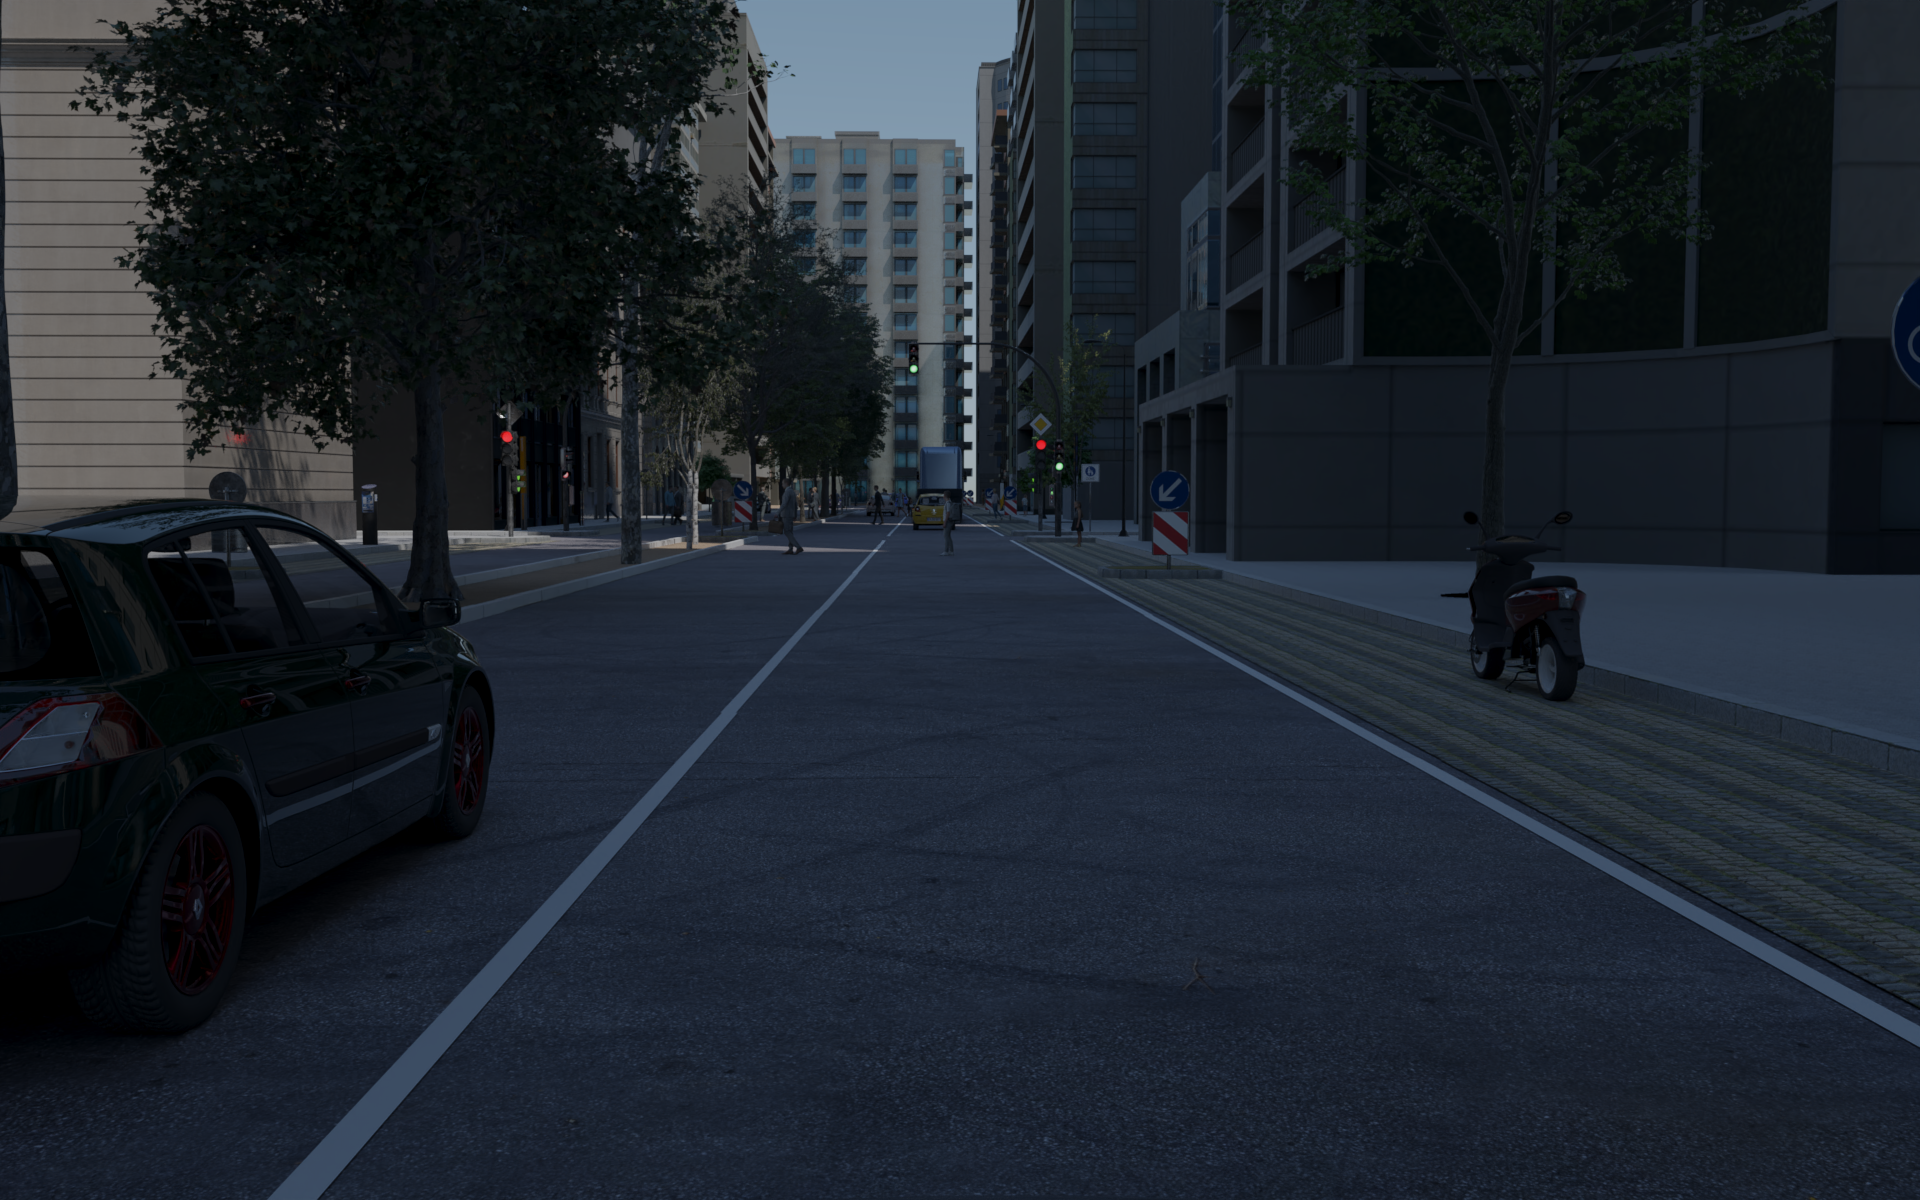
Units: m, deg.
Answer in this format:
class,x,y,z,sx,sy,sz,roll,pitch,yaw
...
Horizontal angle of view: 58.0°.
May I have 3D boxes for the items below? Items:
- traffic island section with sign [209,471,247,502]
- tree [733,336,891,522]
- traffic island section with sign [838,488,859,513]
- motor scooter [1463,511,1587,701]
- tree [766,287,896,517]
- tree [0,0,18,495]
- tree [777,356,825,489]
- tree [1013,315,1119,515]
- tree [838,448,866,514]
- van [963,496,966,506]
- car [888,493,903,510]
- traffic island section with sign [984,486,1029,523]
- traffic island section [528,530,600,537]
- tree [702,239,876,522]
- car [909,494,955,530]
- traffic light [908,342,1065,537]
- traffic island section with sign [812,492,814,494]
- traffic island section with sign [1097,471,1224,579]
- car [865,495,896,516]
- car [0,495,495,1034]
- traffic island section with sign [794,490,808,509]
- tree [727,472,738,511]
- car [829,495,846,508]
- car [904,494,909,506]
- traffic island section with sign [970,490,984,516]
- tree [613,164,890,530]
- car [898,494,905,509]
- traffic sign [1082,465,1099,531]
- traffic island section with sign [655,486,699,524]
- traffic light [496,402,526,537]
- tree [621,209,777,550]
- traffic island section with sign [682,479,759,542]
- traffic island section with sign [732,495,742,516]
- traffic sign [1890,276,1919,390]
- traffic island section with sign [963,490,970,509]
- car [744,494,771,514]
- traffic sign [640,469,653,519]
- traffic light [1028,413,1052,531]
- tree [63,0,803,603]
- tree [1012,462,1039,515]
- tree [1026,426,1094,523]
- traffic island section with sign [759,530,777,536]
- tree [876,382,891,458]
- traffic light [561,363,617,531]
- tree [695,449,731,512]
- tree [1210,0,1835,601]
class,x,y,z,sx,sy,sz,roll,pitch,yaw
traffic island section with sign,-12.711,-1.285,29.633,1.989,1.847,2.006,0,4,-1
tree,-8.036,-9.832,97.628,8.767,10.594,7.601,0,4,-1
traffic island section with sign,-8.860,-7.745,134.770,2.006,1.907,1.989,0,4,-1
motor scooter,4.099,0.012,12.586,0.815,1.314,1.986,0,4,-2
tree,-8.349,-12.062,106.333,9.857,13.997,8.962,0,3,0
tree,-7.542,-9.366,11.483,12.611,20.169,13.585,0,3,0
tree,-7.941,-7.866,81.433,4.360,8.622,3.978,0,3,0
tree,4.601,-7.372,70.888,4.737,8.622,4.395,0,3,0
tree,-8.267,-10.315,121.476,4.737,8.622,4.395,0,3,0
van,-0.308,-12.413,209.966,2.013,2.044,4.112,0,3,0
car,-6.274,-9.185,159.769,1.945,1.707,3.694,0,4,1
traffic island section with sign,2.334,-4.674,85.042,1.989,1.847,2.006,0,4,-1
traffic island section,-13.624,-2.299,59.870,2.009,0.180,2.903,0,4,-1
tree,-7.784,-9.451,75.110,7.486,12.596,7.792,0,3,0
car,-1.047,-3.657,70.017,2.015,1.641,3.980,0,4,-1
traffic light,0.839,-4.724,51.903,4.771,5.953,1.251,0,4,-1
traffic island section with sign,-15.808,-11.043,189.173,1.989,1.847,2.006,0,4,-1
traffic island section with sign,3.417,-1.305,29.965,1.989,1.847,2.006,0,4,-1
car,-5.205,-6.204,113.789,2.083,1.381,4.827,0,4,-2
car,-2.880,0.232,5.990,2.009,1.686,4.222,0,4,0
traffic island section with sign,-15.266,-9.357,161.617,1.989,1.847,2.006,0,4,-1
tree,-17.571,-8.374,131.508,1.663,3.219,1.824,0,3,0
car,-12.326,-9.911,174.621,1.945,1.354,3.894,0,4,0
car,-7.097,-12.224,209.452,1.945,1.707,3.694,0,4,1
traffic island section with sign,1.807,-6.337,112.237,1.989,1.847,2.006,0,4,-1
tree,-7.689,-9.263,64.271,12.009,13.543,11.850,0,3,0
car,-6.402,-9.676,170.209,2.014,1.417,4.499,0,4,-2
traffic sign,4.457,-3.495,59.271,0.606,2.300,0.079,0,4,1
traffic island section with sign,-13.770,-4.639,84.475,1.989,1.847,2.006,0,4,-1
traffic light,-13.429,-3.843,51.752,0.839,4.253,0.868,0,4,-1
tree,-6.970,-5.604,44.442,4.360,8.622,3.978,0,3,0
traffic island section with sign,-7.260,-2.697,52.240,2.006,1.907,1.989,0,4,-1
traffic island section with sign,-14.314,-6.335,112.213,1.989,1.847,2.006,0,4,-1
traffic sign,5.476,-0.578,9.556,0.768,2.556,0.104,0,4,2
traffic island section with sign,0.837,-9.391,162.175,1.989,1.847,2.006,0,4,-1
car,-14.806,-7.144,126.597,2.009,1.686,4.222,0,4,-1
traffic sign,-15.831,-5.342,87.446,0.768,2.556,0.104,0,4,1
traffic light,2.774,-4.352,60.068,0.839,4.253,0.868,0,4,-1
tree,-7.073,-6.327,22.912,9.611,12.733,9.660,0,3,0
tree,4.121,-6.748,104.932,1.663,3.219,1.824,0,3,0
tree,4.559,-5.787,78.339,4.285,4.588,4.351,0,3,0
traffic island section with sign,-7.394,-3.150,59.646,2.006,1.907,1.989,0,4,-1
tree,-8.506,-11.900,115.150,7.486,12.596,7.792,0,3,0
traffic light,-11.494,-5.208,59.811,4.771,5.953,1.251,0,4,-1
tree,-18.131,-8.617,124.606,4.285,4.588,4.351,0,3,0
tree,6.653,-5.819,20.892,9.928,11.665,9.643,0,3,0
